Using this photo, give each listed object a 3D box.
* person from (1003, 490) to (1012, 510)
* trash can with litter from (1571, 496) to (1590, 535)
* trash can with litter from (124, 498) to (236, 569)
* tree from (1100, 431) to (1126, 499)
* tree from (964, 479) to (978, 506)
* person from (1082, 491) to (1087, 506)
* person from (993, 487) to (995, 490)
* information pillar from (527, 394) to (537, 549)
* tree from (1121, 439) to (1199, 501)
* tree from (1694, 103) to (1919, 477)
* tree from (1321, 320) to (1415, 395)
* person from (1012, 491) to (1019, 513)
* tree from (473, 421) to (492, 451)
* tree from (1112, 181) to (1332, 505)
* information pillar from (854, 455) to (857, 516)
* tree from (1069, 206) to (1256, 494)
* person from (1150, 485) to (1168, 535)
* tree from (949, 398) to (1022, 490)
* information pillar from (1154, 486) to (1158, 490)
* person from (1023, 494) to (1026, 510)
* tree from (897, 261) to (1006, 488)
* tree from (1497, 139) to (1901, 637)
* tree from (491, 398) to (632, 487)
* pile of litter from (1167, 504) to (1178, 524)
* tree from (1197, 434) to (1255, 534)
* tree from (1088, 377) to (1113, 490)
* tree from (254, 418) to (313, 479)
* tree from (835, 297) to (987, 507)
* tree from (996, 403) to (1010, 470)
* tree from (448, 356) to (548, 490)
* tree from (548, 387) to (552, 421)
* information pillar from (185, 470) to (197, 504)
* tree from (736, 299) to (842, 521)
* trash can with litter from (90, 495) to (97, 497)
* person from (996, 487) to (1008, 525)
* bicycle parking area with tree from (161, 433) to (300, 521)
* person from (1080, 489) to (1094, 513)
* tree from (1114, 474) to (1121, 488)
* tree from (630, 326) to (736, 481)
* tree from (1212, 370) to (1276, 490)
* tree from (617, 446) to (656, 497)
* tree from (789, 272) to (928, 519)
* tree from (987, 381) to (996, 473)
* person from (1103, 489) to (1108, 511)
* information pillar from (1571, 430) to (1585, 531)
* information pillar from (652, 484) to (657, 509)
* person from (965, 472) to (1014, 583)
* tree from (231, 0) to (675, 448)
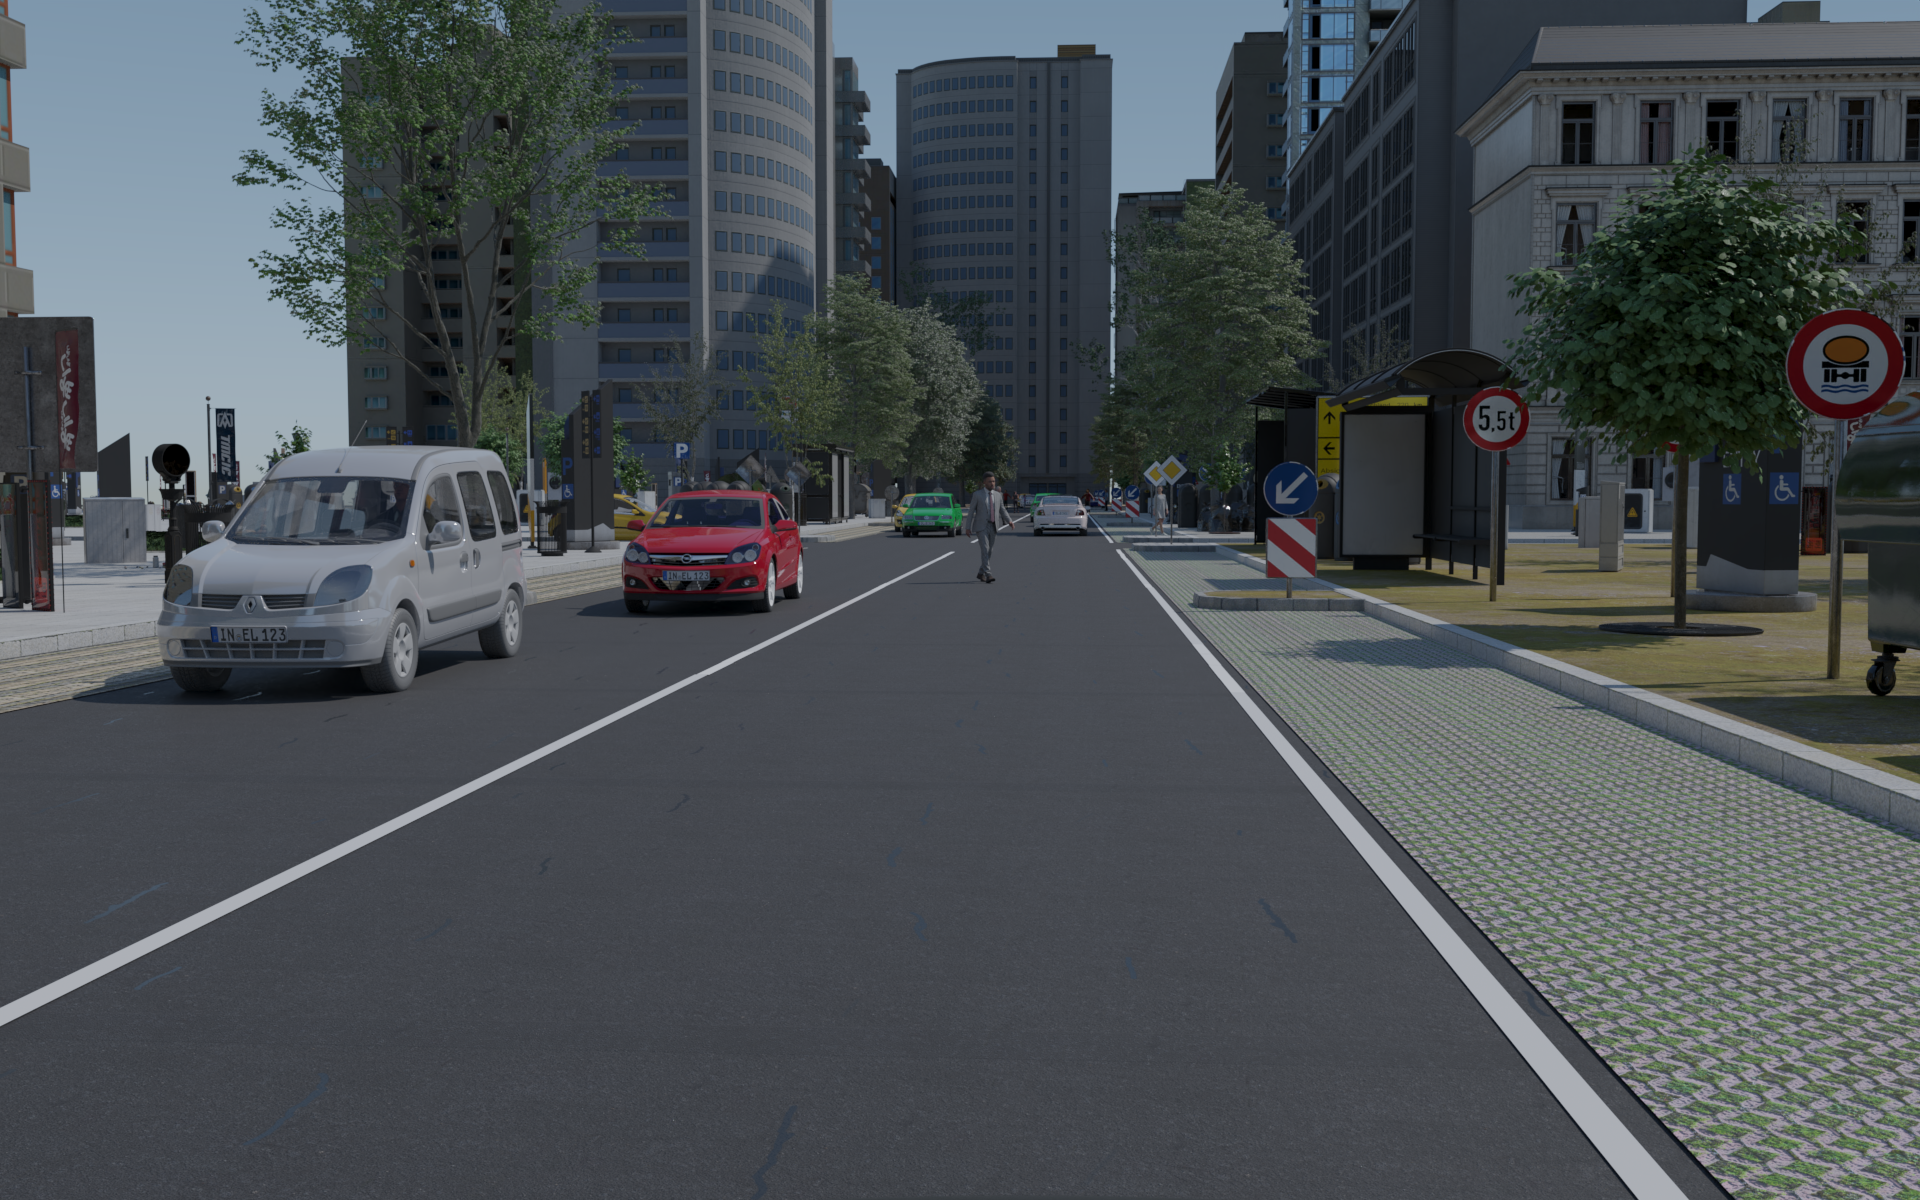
[{"bbox_3d":[4.134,-9.094,157.121,1.348,1.831,0.705,2,4,29],"label":"person"},{"bbox_3d":[19.998,-2.646,54.318,2.233,1.210,1.678,-3,5,-40],"label":"trash can with litter"},{"bbox_3d":[-13.192,-1.158,29.993,2.233,1.210,1.678,1,4,23],"label":"trash can with litter"},{"bbox_3d":[17.958,-14.917,194.254,4.360,8.622,3.978,0,3,0],"label":"tree"},{"bbox_3d":[1.241,-11.917,189.440,1.663,3.219,1.824,0,3,0],"label":"tree"},{"bbox_3d":[13.916,-11.119,190.393,1.348,1.812,0.705,2,4,29],"label":"person"},{"bbox_3d":[1.357,-3.895,72.575,0.661,1.777,0.834,1,4,9],"label":"person"},{"bbox_3d":[-10.103,-3.022,40.761,0.183,3.616,0.504,-1,4,-22],"label":"information pillar"},{"bbox_3d":[12.090,-7.076,99.405,4.285,4.588,4.351,0,3,0],"label":"tree"},{"bbox_3d":[15.750,-5.051,32.951,4.360,8.622,3.978,0,3,0],"label":"tree"},{"bbox_3d":[17.184,-7.467,72.454,4.360,8.622,3.978,0,3,0],"label":"tree"},{"bbox_3d":[4.136,-7.255,128.586,0.415,1.643,0.593,3,5,39],"label":"person"},{"bbox_3d":[-21.034,-5.770,78.060,4.285,4.588,4.351,0,3,0],"label":"tree"},{"bbox_3d":[9.799,-8.886,63.414,7.486,12.596,7.792,0,3,0],"label":"tree"},{"bbox_3d":[-6.243,-6.682,100.609,0.504,3.616,0.183,0,4,-3],"label":"information pillar"},{"bbox_3d":[13.504,-15.694,112.482,12.611,20.169,13.585,0,3,0],"label":"tree"},{"bbox_3d":[6.802,-3.061,59.302,0.760,1.731,0.466,2,4,35],"label":"person"},{"bbox_3d":[2.463,-17.336,200.446,9.611,12.733,9.660,0,3,0],"label":"tree"},{"bbox_3d":[13.889,-7.202,122.251,0.304,2.012,0.304,-3,4,-36],"label":"information pillar"},{"bbox_3d":[5.954,-8.911,157.413,0.599,1.433,0.991,0,4,1],"label":"person"},{"bbox_3d":[-3.154,-17.601,143.670,12.611,20.169,13.585,0,3,0],"label":"tree"},{"bbox_3d":[6.833,-1.980,16.082,4.285,4.588,4.351,0,3,0],"label":"tree"},{"bbox_3d":[-12.891,-4.635,59.490,4.285,4.588,4.351,0,3,0],"label":"tree"},{"bbox_3d":[9.488,-3.682,74.161,1.176,0.858,1.719,0,4,1],"label":"pile of litter"},{"bbox_3d":[8.395,-3.739,55.727,1.663,3.219,1.824,0,3,0],"label":"tree"},{"bbox_3d":[14.074,-13.312,135.773,7.486,12.596,7.792,0,3,0],"label":"tree"},{"bbox_3d":[-16.918,-3.049,44.449,1.663,3.219,1.824,0,3,0],"label":"tree"},{"bbox_3d":[-3.437,-12.531,111.542,9.857,13.997,8.962,0,3,0],"label":"tree"},{"bbox_3d":[0.285,-15.898,166.581,9.857,13.997,8.962,0,3,0],"label":"tree"},{"bbox_3d":[-25.531,-8.721,92.948,4.737,8.622,4.395,0,3,0],"label":"tree"},{"bbox_3d":[-26.082,-9.263,101.817,4.737,8.622,4.395,0,3,0],"label":"tree"},{"bbox_3d":[-23.980,-3.030,54.027,0.304,2.012,0.304,-1,4,-19],"label":"information pillar"},{"bbox_3d":[-6.321,-7.010,64.968,4.737,8.622,4.395,0,3,0],"label":"tree"},{"bbox_3d":[-58.977,-6.596,118.908,1.678,1.210,2.233,3,5,43],"label":"trash can with litter"},{"bbox_3d":[1.807,-4.284,78.949,0.834,1.777,0.661,3,5,40],"label":"person"},{"bbox_3d":[-33.069,-5.850,82.653,9.016,4.147,8.231,-3,5,-42],"label":"bicycle parking area with tree"},{"bbox_3d":[9.516,-7.382,129.158,1.348,1.831,0.705,3,5,42],"label":"person"},{"bbox_3d":[16.761,-11.445,170.836,4.285,4.588,4.351,0,3,0],"label":"tree"},{"bbox_3d":[-11.929,-7.646,75.378,4.360,8.622,3.978,0,3,0],"label":"tree"},{"bbox_3d":[16.559,-9.140,99.795,4.360,8.622,3.978,0,3,0],"label":"tree"},{"bbox_3d":[-13.203,-4.641,70.484,1.663,3.219,1.824,0,3,0],"label":"tree"},{"bbox_3d":[-5.262,-10.459,89.139,7.486,12.596,7.792,0,3,0],"label":"tree"},{"bbox_3d":[-3.488,-13.271,123.635,9.857,13.997,8.962,0,3,0],"label":"tree"},{"bbox_3d":[12.233,-8.354,145.075,0.705,1.826,1.348,0,4,-7],"label":"person"},{"bbox_3d":[21.298,-4.173,59.580,0.504,3.616,0.183,-2,4,-34],"label":"information pillar"},{"bbox_3d":[-21.623,-7.220,122.536,0.304,2.012,0.304,1,4,9],"label":"information pillar"},{"bbox_3d":[0.446,-1.178,28.038,0.678,1.792,0.850,-2,4,-27],"label":"person"},{"bbox_3d":[-8.938,-6.451,31.233,9.928,11.665,9.643,0,3,0],"label":"tree"}]
